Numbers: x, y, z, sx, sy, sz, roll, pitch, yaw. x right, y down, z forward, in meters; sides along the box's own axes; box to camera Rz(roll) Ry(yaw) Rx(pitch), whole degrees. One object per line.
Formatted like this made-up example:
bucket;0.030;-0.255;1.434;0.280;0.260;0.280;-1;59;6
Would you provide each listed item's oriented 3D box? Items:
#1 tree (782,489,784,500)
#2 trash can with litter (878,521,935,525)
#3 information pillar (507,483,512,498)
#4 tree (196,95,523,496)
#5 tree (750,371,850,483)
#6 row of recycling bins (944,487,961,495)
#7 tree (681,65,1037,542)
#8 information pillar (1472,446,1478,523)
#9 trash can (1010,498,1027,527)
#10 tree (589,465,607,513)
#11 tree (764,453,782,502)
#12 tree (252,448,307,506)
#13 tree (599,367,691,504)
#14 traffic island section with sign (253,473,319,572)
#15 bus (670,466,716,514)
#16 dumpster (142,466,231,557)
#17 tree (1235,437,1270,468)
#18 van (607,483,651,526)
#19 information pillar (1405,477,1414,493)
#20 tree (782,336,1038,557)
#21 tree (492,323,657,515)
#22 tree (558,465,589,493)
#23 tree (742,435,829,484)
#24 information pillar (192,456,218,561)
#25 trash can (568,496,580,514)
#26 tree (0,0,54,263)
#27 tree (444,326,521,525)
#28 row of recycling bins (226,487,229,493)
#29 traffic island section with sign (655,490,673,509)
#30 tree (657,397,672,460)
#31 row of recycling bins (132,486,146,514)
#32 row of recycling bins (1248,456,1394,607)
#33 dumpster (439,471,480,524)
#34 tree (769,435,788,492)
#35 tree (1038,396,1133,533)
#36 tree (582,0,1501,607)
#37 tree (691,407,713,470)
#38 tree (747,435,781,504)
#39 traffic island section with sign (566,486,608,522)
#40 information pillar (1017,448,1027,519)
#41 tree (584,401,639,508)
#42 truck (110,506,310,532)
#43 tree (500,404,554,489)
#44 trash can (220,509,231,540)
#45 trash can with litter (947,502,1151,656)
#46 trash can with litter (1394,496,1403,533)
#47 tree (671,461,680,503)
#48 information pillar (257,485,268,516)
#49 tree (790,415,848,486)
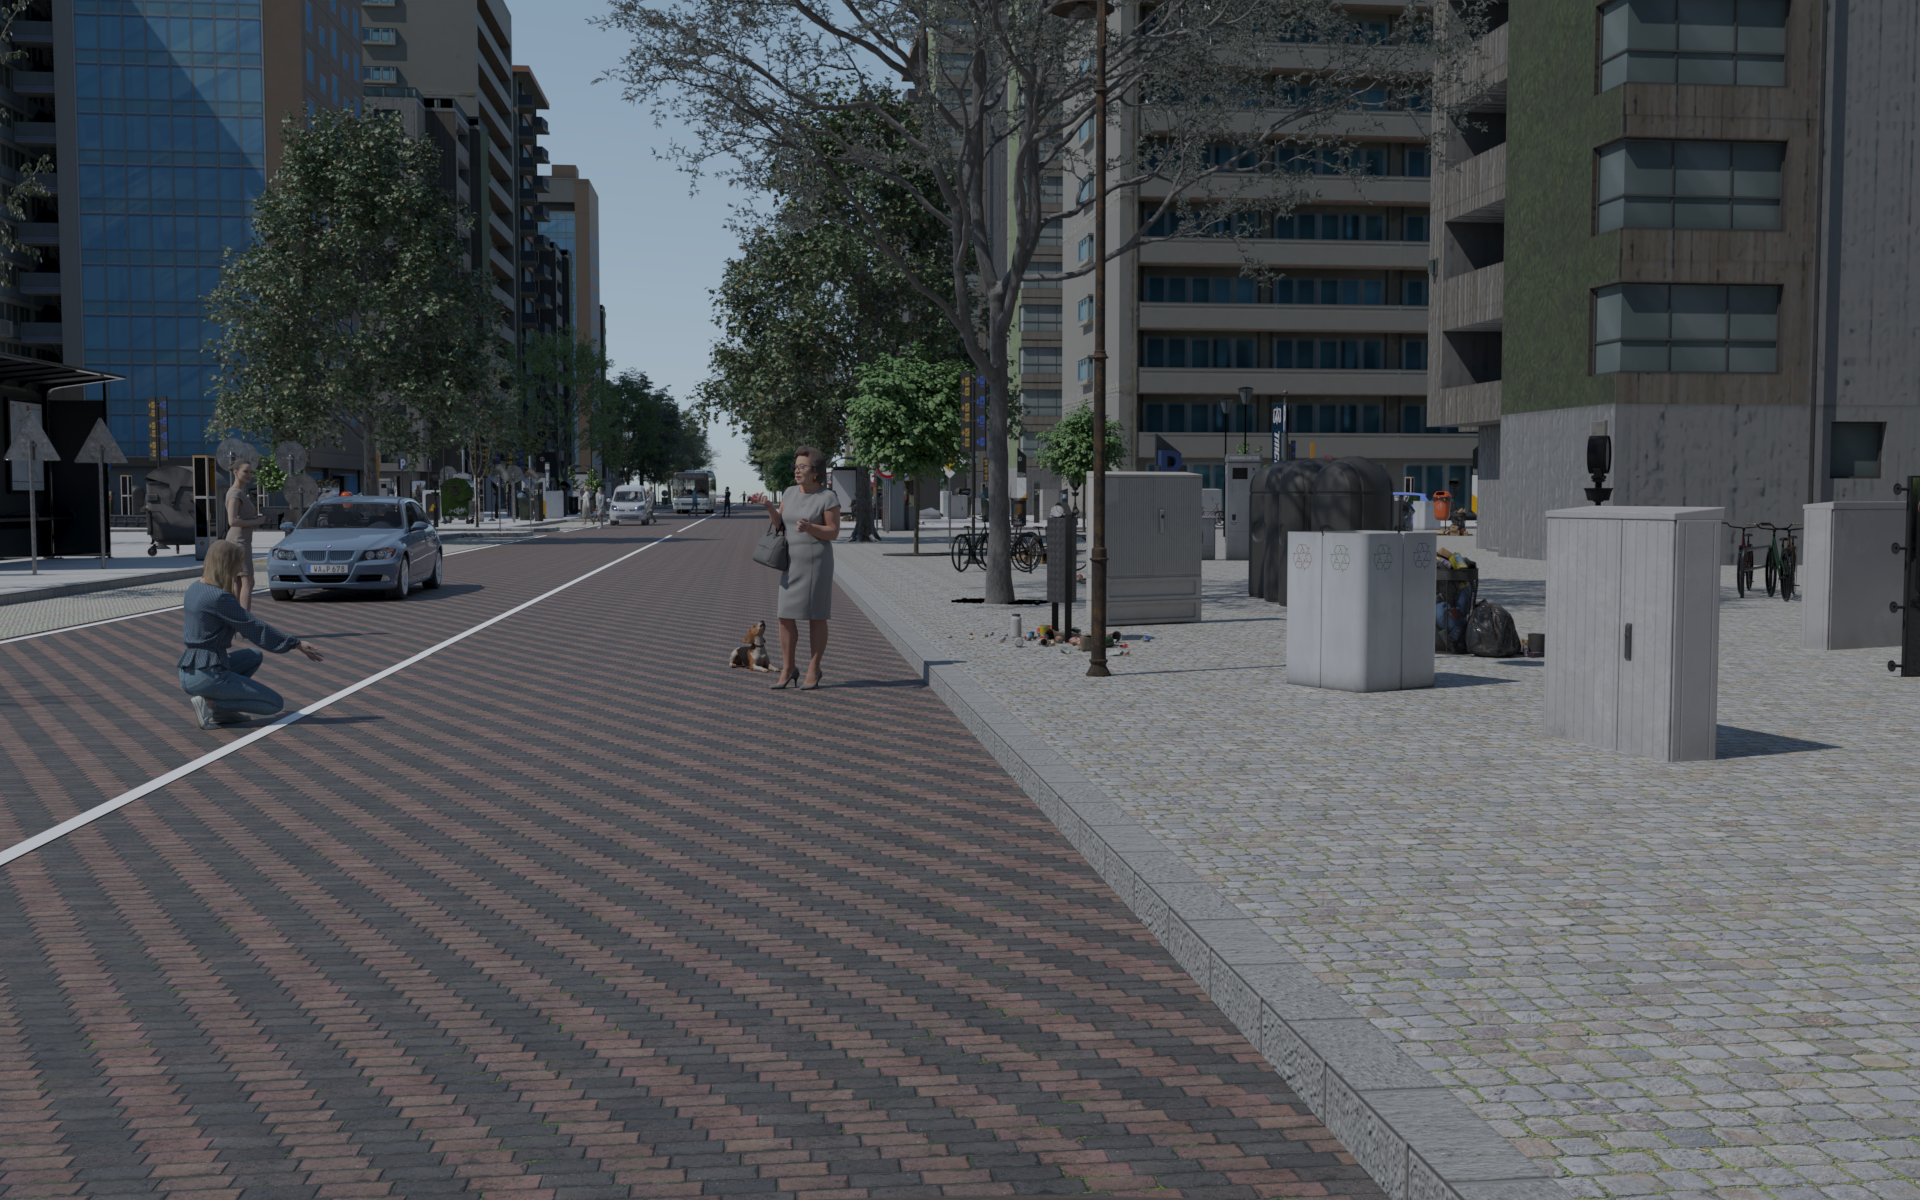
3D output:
tree;-18.908;-20.315;188.040;12.611;20.169;13.585;0;3;0
trash can with litter;-2.170;-3.741;72.228;2.233;1.210;1.678;1;4;21
information pillar;-30.898;-6.988;118.751;0.304;2.012;0.304;-2;4;-27
tree;-17.285;-8.150;50.255;9.611;12.733;9.660;0;3;0
tree;-11.229;-12.453;121.726;7.486;12.596;7.792;0;3;0
row of recycling bins;-1.144;-6.154;107.726;3.534;1.692;1.069;2;4;32
tree;-2.698;-7.925;46.585;9.611;12.733;9.660;0;3;0
information pillar;22.692;-5.167;75.831;0.504;3.616;0.183;2;4;25
trash can;2.292;-3.428;67.700;0.748;1.137;0.748;0;3;0
tree;-24.629;-7.443;116.296;1.663;3.219;1.824;0;3;0
tree;-11.067;-7.923;113.256;4.285;4.588;4.351;0;3;0
tree;-27.108;-4.528;68.635;1.663;3.219;1.824;0;3;0
tree;-31.691;-16.264;172.564;9.857;13.997;8.962;0;3;0
traffic island section with sign;-12.502;-1.469;32.644;1.989;1.847;2.006;0;4;-7
bus;-19.718;-8.202;128.965;2.948;3.499;13.247;0;4;-6
dumpster;-16.185;-1.866;36.274;1.264;1.857;1.865;0;4;-7
tree;9.566;-3.889;58.191;1.663;3.219;1.824;0;3;0
van;-15.248;-4.462;79.959;2.013;2.044;4.112;0;4;-8
information pillar;19.431;-4.308;74.921;0.304;2.012;0.304;3;5;40
tree;-0.921;-3.202;36.061;4.285;4.588;4.351;0;3;0
tree;-24.453;-11.051;106.434;9.928;11.665;9.643;0;3;0
tree;-25.612;-7.308;114.094;1.663;3.219;1.824;0;3;0
tree;-15.788;-15.659;162.683;9.857;13.997;8.962;0;3;0
information pillar;-14.504;-1.761;33.289;0.304;2.012;0.304;0;4;7
trash can;-24.345;-5.961;109.114;0.748;1.137;0.748;0;3;0
tree;-14.171;-4.445;23.044;4.360;8.622;3.978;0;3;0
tree;-19.731;-7.345;70.453;4.360;8.622;3.978;0;3;0
row of recycling bins;-32.204;-4.124;74.532;1.069;1.692;3.534;0;4;-2
traffic island section with sign;-28.025;-9.552;164.802;1.989;1.847;2.006;0;4;-7
tree;-30.073;-14.084;156.029;9.928;11.665;9.643;0;3;0
row of recycling bins;-38.391;-4.697;83.909;3.534;1.692;1.069;-1;4;-22
row of recycling bins;4.119;-0.800;20.193;1.069;1.692;3.534;0;4;-5
dumpster;-21.462;-4.383;74.156;1.502;2.255;1.985;0;4;-6
tree;-21.324;-15.641;206.084;4.737;8.622;4.395;0;3;0
tree;4.263;-4.561;58.286;4.285;4.588;4.351;0;3;0
tree;0.387;-6.693;19.801;12.009;13.543;11.850;0;3;0
tree;-36.383;-18.958;216.621;9.857;13.997;8.962;0;3;0
tree;-24.777;-18.684;231.236;9.928;11.665;9.643;0;3;0
traffic island section with sign;-19.059;-4.887;88.536;1.989;1.847;2.006;0;4;-7
information pillar;3.109;-5.883;87.545;0.504;3.616;0.183;1;4;16
tree;-27.921;-11.477;138.011;4.737;8.622;4.395;0;3;0
truck;-29.792;-4.346;60.823;18.799;4.110;2.967;0;4;-5
tree;-32.587;-10.958;129.526;4.737;8.622;4.395;0;3;0
trash can;-17.261;-1.796;41.024;0.748;1.137;0.748;0;3;0
trash can with litter;0.851;-0.225;14.733;1.678;1.210;2.233;-1;4;-10
trash can with litter;12.928;-2.456;51.209;1.678;1.210;2.233;0;4;1
tree;-38.372;-17.254;232.463;4.360;8.622;3.978;0;3;0
information pillar;-28.803;-4.103;71.576;0.304;2.012;0.304;1;4;11
tree;-7.056;-8.412;87.901;4.360;8.622;3.978;0;3;0
